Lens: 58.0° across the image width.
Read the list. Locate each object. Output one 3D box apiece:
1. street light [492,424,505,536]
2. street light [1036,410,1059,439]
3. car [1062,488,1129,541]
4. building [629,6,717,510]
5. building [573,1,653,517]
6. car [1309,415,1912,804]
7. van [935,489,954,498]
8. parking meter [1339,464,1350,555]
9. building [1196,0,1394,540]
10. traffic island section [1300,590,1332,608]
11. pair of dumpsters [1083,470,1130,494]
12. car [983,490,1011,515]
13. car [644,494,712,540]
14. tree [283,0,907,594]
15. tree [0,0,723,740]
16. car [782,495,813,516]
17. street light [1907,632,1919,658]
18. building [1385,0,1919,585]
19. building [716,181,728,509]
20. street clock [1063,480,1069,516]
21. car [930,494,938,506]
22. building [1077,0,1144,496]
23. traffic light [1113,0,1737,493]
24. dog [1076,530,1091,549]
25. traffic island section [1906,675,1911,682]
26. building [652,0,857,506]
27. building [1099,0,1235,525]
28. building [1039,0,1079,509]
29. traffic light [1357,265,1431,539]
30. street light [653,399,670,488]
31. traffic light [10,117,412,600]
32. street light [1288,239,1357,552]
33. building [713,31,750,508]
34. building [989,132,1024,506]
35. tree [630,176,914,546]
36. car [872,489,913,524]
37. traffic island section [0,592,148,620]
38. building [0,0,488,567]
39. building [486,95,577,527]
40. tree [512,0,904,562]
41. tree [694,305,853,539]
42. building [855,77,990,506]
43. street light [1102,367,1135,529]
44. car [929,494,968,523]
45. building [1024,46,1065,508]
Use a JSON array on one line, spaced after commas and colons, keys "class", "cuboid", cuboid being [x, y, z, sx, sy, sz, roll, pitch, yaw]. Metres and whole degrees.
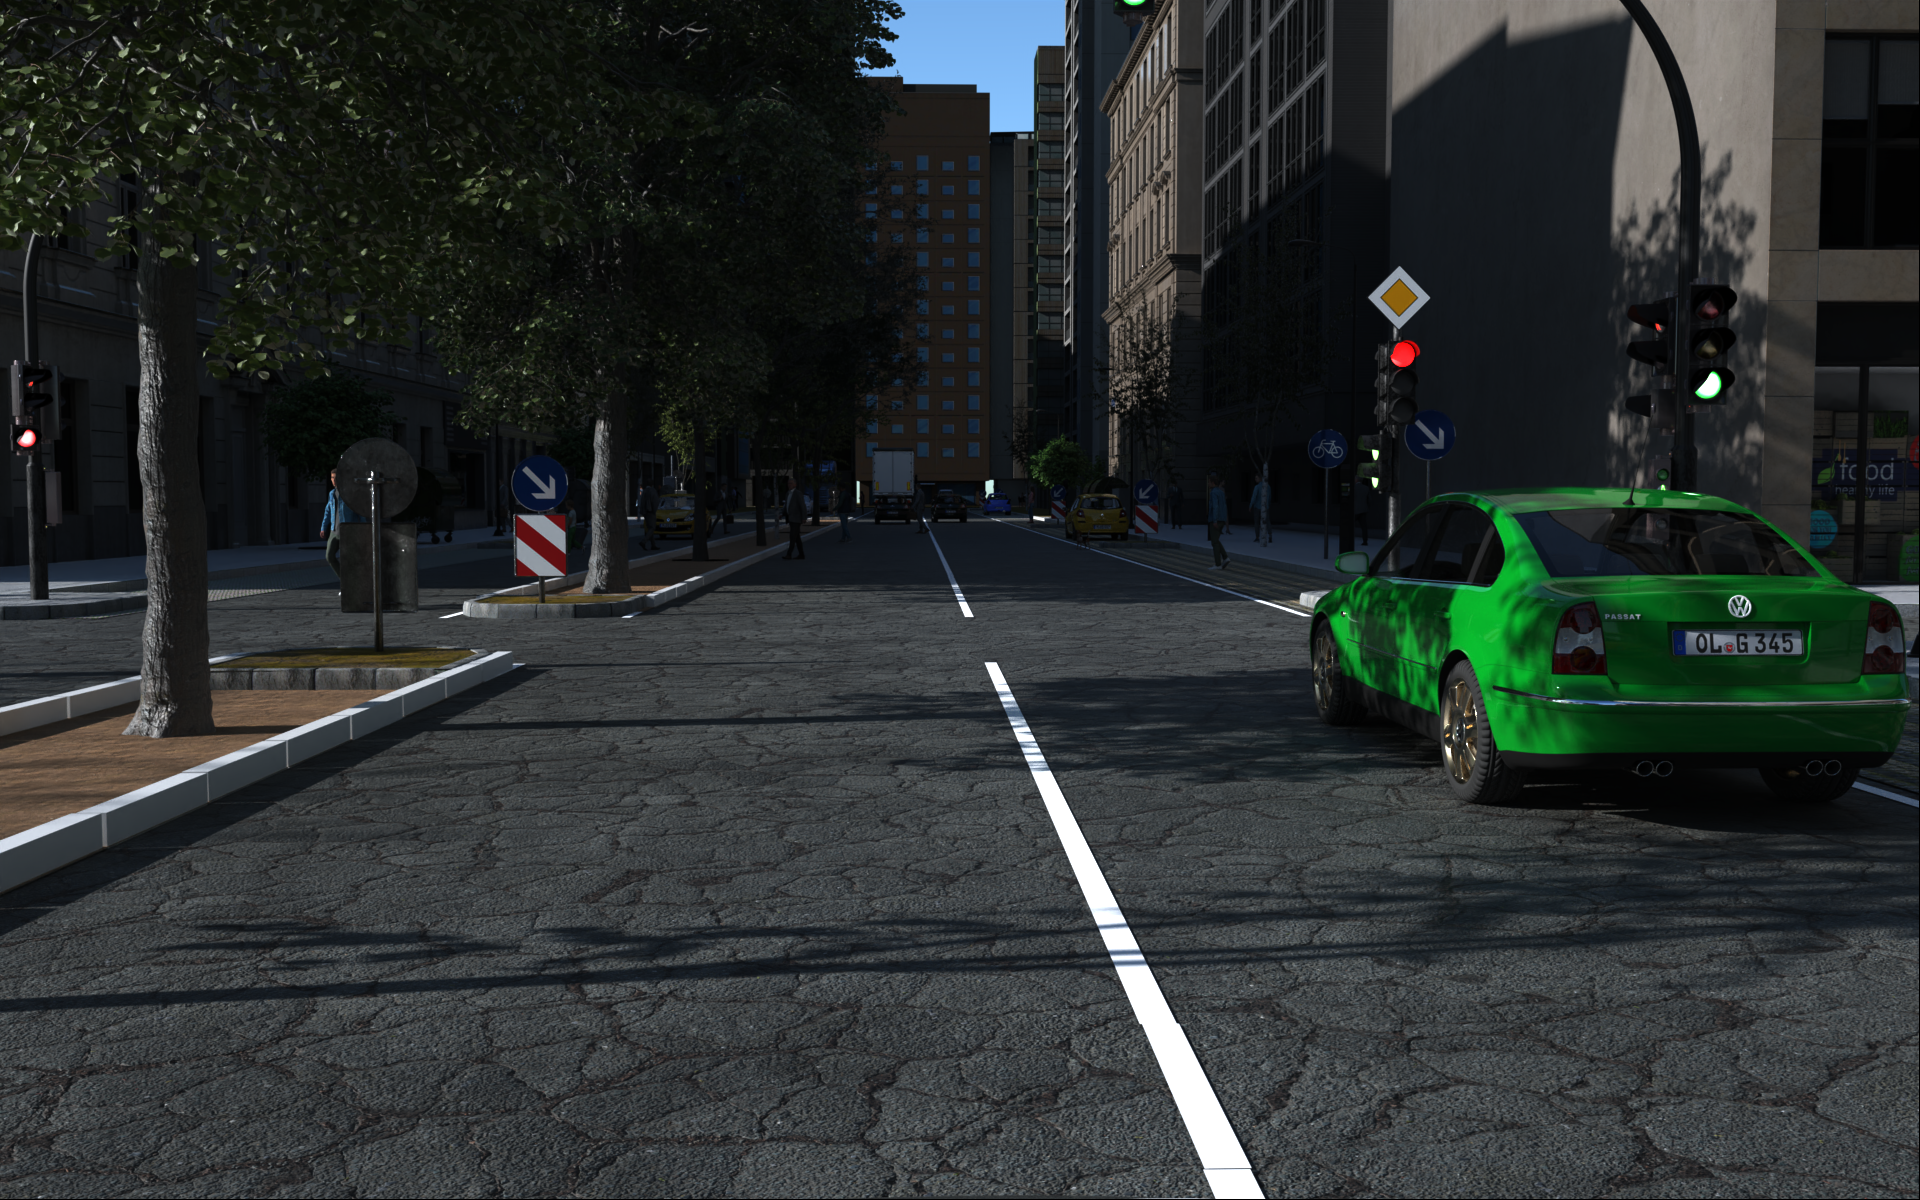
[{"class": "street light", "cuboid": [-13.535, -4.901, 52.665, 1.470, 5.913, 1.316, 0, 4, -2]}, {"class": "street light", "cuboid": [4.884, -7.514, 95.393, 1.470, 5.913, 1.316, 0, 4, -2]}, {"class": "car", "cuboid": [4.259, -2.697, 54.318, 2.015, 1.641, 3.980, 0, 4, -1]}, {"class": "building", "cuboid": [-29.831, -30.762, 126.656, 21.300, 48.544, 21.600, 0, 4, -2]}, {"class": "building", "cuboid": [-29.096, -40.765, 104.760, 20.563, 71.187, 20.611, 0, 4, -2]}, {"class": "car", "cuboid": [3.164, -0.037, 9.401, 1.959, 1.807, 4.718, 0, 4, -2]}, {"class": "van", "cuboid": [-1.253, -9.161, 156.790, 2.013, 2.044, 4.112, 0, 4, 0]}, {"class": "parking meter", "cuboid": [7.535, -1.712, 33.705, 0.255, 1.863, 0.399, 1, 4, 18]}, {"class": "building", "cuboid": [16.969, -16.216, 58.640, 14.314, 27.812, 24.014, 0, 4, -2]}, {"class": "traffic island section", "cuboid": [5.411, 0.045, 21.540, 2.009, 0.180, 2.903, 0, 4, -2]}, {"class": "pair of dumpsters", "cuboid": [6.103, -4.253, 72.038, 1.574, 2.255, 4.437, 0, 4, -2]}, {"class": "car", "cuboid": [2.509, -6.559, 116.823, 1.945, 1.707, 3.694, 0, 4, -3]}, {"class": "car", "cuboid": [-9.048, -2.776, 55.608, 2.015, 1.641, 3.980, 0, 3, 0]}, {"class": "tree", "cuboid": [-5.108, -7.072, 24.733, 9.857, 13.997, 8.962, 0, 3, 0]}, {"class": "tree", "cuboid": [-4.799, -5.492, 10.382, 7.486, 12.596, 7.792, 0, 3, 0]}, {"class": "car", "cuboid": [-10.568, -6.188, 113.537, 2.083, 1.381, 4.827, 0, 4, -2]}, {"class": "street light", "cuboid": [7.089, -2.503, 13.470, 1.470, 5.913, 1.316, 0, 4, -2]}, {"class": "building", "cuboid": [27.920, -14.004, 33.485, 34.151, 26.468, 19.350, 0, 4, -2]}, {"class": "building", "cuboid": [-27.496, -22.899, 146.096, 14.160, 30.474, 14.107, 0, 4, -2]}, {"class": "street clock", "cuboid": [5.446, -5.182, 89.292, 0.358, 2.002, 0.471, 0, 4, 3]}, {"class": "car", "cuboid": [-1.956, -9.866, 171.089, 2.009, 1.686, 4.222, 0, 4, -1]}, {"class": "building", "cuboid": [18.668, -35.307, 119.273, 21.231, 58.520, 28.212, 0, 4, -2]}, {"class": "traffic light", "cuboid": [3.502, -2.359, 13.244, 4.771, 5.953, 1.251, 0, 4, -2]}, {"class": "dog", "cuboid": [3.201, -1.570, 44.964, 0.406, 0.507, 0.540, 0, 4, 1]}, {"class": "traffic island section", "cuboid": [5.631, 0.534, 13.557, 2.009, 0.180, 2.903, 0, 4, -2]}, {"class": "building", "cuboid": [-22.099, -46.065, 191.413, 20.611, 71.187, 20.563, 0, 4, -2]}, {"class": "building", "cuboid": [14.172, -17.506, 83.480, 12.463, 27.353, 25.104, 0, 4, -2]}, {"class": "building", "cuboid": [17.568, -43.145, 143.680, 20.563, 71.187, 20.611, 0, 4, -2]}, {"class": "traffic light", "cuboid": [5.371, -1.988, 21.424, 0.839, 4.253, 0.868, 0, 4, -2]}, {"class": "street light", "cuboid": [-14.377, -6.846, 84.472, 1.470, 5.913, 1.316, 0, 4, -2]}, {"class": "traffic light", "cuboid": [-9.095, -2.837, 21.047, 4.771, 5.953, 1.251, 0, 4, -2]}, {"class": "street light", "cuboid": [6.681, -3.623, 31.782, 1.470, 5.913, 1.316, 0, 4, -2]}, {"class": "building", "cuboid": [-27.399, -31.248, 161.021, 14.200, 45.320, 14.600, 0, 4, -2]}, {"class": "building", "cuboid": [9.995, -30.943, 189.508, 14.086, 41.232, 14.154, 0, 4, -2]}, {"class": "tree", "cuboid": [-5.440, -6.773, 47.612, 8.767, 10.594, 7.601, 0, 4, -2]}, {"class": "car", "cuboid": [-3.236, -4.492, 83.227, 2.009, 1.686, 4.222, 0, 4, -2]}, {"class": "traffic island section", "cuboid": [-11.224, 0.073, 21.088, 2.009, 0.180, 2.903, 0, 4, -2]}, {"class": "building", "cuboid": [-25.131, -16.426, 44.972, 17.030, 29.872, 44.131, 0, 4, -2]}, {"class": "building", "cuboid": [-23.345, -13.902, 76.445, 9.793, 20.994, 18.267, 0, 4, -2]}, {"class": "tree", "cuboid": [-5.480, -7.549, 36.260, 12.009, 13.543, 11.850, 0, 3, 0]}, {"class": "tree", "cuboid": [-5.735, -6.202, 54.224, 4.737, 8.622, 4.395, 0, 3, 0]}, {"class": "building", "cuboid": [-4.158, -32.994, 189.566, 14.200, 45.320, 14.600, 0, 4, -2]}, {"class": "street light", "cuboid": [5.771, -5.569, 63.587, 1.470, 5.913, 1.316, 0, 4, -2]}, {"class": "car", "cuboid": [-0.571, -4.796, 88.207, 2.009, 1.686, 4.222, 0, 4, -3]}, {"class": "building", "cuboid": [13.769, -29.268, 162.122, 14.154, 41.232, 14.086, 0, 4, -2]}]
